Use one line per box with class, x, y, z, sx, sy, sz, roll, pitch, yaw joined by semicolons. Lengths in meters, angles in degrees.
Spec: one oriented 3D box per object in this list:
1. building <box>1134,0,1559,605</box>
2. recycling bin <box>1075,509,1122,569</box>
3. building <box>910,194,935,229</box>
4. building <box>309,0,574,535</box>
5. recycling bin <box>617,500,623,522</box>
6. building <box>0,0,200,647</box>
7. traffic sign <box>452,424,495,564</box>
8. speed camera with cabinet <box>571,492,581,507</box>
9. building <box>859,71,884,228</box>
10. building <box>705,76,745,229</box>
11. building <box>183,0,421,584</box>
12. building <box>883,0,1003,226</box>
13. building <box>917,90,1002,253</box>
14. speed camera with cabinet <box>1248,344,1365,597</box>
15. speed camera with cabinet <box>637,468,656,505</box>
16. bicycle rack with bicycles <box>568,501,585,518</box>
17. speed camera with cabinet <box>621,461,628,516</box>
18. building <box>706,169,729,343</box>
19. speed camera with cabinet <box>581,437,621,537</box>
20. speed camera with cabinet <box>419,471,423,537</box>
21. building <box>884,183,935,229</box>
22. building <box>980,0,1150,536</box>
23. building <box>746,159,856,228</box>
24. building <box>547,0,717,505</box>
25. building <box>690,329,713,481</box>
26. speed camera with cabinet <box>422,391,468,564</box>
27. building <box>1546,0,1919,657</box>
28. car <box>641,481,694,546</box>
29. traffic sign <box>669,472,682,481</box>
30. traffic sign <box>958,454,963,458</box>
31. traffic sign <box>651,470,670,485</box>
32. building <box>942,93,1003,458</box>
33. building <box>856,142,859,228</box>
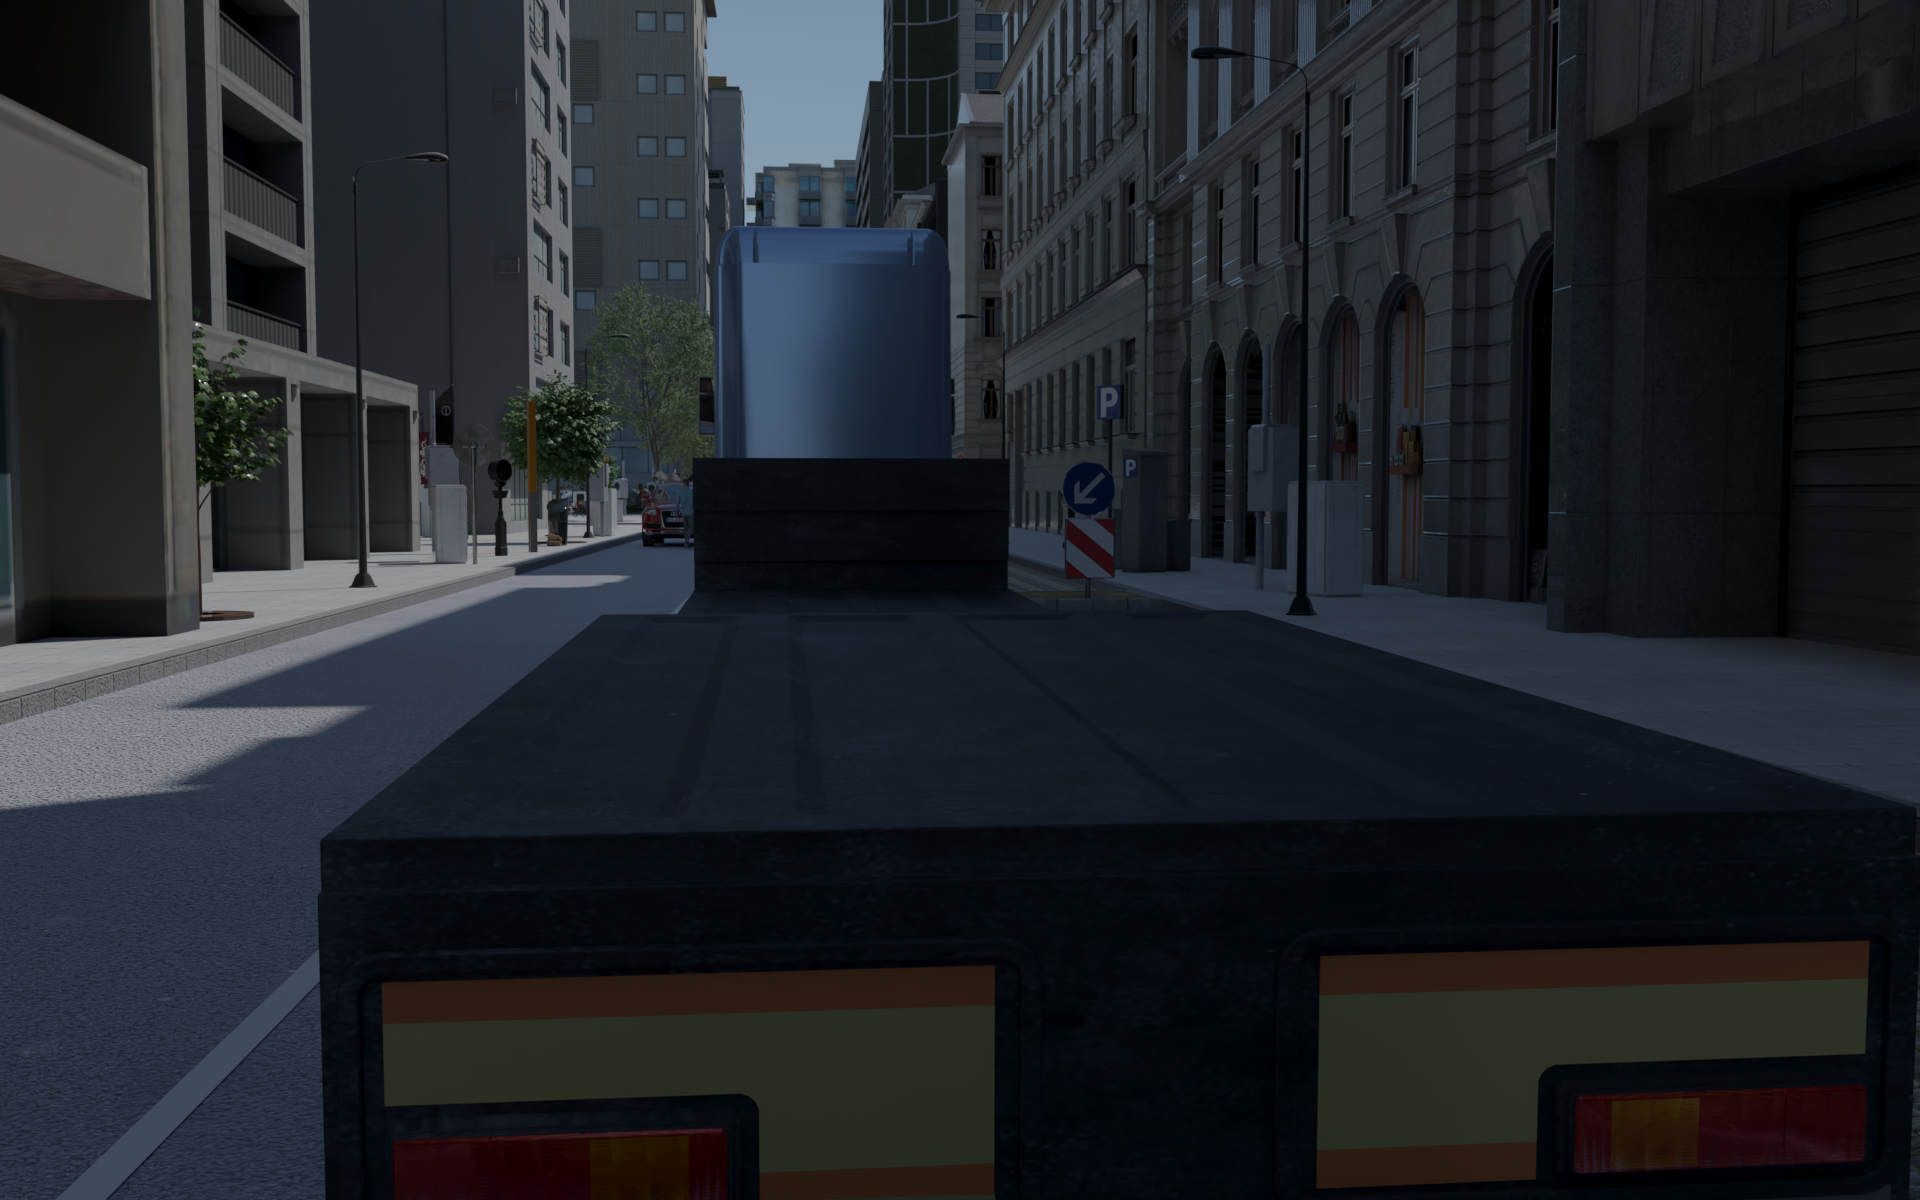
building;11.227;-11.415;28.443;13.314;21.916;24.055;0;4;-5
recycling bin;2.439;-1.057;29.843;0.722;1.027;0.722;2;4;28
building;2.106;-17.930;122.040;11.050;23.489;19.941;0;4;-5
building;-20.958;-22.983;59.366;14.086;41.232;14.154;0;4;-5
recycling bin;-15.815;-4.063;78.977;0.722;1.027;0.722;-2;4;-31
building;-16.828;-23.230;3.519;21.300;48.544;21.600;0;4;-5
traffic sign;-8.849;-1.922;31.529;0.768;2.556;0.104;0;4;-1
speed camera with cabinet;-27.493;-8.120;127.091;2.038;3.252;0.660;-3;5;-41
building;-0.002;-35.016;196.221;21.300;48.544;21.600;0;4;-5
building;-44.715;-43.090;246.512;28.212;58.520;21.231;0;4;-5
building;-21.924;-36.286;31.528;20.563;71.187;20.611;0;4;-5
building;0.823;-45.027;174.448;20.563;71.187;20.611;0;4;-5
building;4.131;-16.768;103.833;12.332;23.373;15.834;0;4;-5
speed camera with cabinet;4.456;-1.716;22.386;0.660;3.252;2.038;-1;4;-19
speed camera with cabinet;-24.176;-8.439;132.315;2.038;3.252;0.660;0;4;5
bicycle rack with bicycles;-22.157;-5.003;95.176;2.852;0.926;2.925;-2;4;-32
speed camera with cabinet;-20.450;-6.612;102.436;2.038;3.252;0.660;3;5;45
building;-36.130;-32.744;218.952;14.086;41.232;14.154;0;4;-5
speed camera with cabinet;-10.850;-3.548;52.353;0.660;3.252;2.038;0;4;-1
speed camera with cabinet;-15.665;-3.453;50.797;0.660;3.252;2.038;2;4;28
building;1.034;-21.786;143.588;14.401;28.519;23.554;0;4;-5
building;10.244;-13.588;55.446;16.112;22.955;30.059;0;4;-5
building;-15.361;-38.604;250.790;30.456;49.044;23.786;0;4;-5
building;-37.910;-35.201;164.771;28.713;52.752;27.495;0;4;-5
building;-41.319;-21.344;194.015;27.650;21.520;28.899;0;4;-5
speed camera with cabinet;-9.675;-2.342;32.622;0.660;3.252;2.038;-1;4;-21
building;12.449;-11.515;6.289;12.078;24.808;19.932;0;4;-5
car;-7.821;-2.474;49.116;2.281;1.827;5.304;0;4;-5
traffic sign;-12.985;-4.590;78.695;0.795;2.450;0.064;0;4;-5
traffic sign;0.013;-3.427;56.029;0.884;2.594;0.081;0;4;-2
traffic sign;-12.233;-4.104;70.746;0.795;2.450;0.064;0;4;-5
building;8.579;-14.532;86.742;18.267;20.994;9.793;0;4;-5
building;-2.030;-36.339;217.845;21.300;48.544;21.600;0;4;-5
